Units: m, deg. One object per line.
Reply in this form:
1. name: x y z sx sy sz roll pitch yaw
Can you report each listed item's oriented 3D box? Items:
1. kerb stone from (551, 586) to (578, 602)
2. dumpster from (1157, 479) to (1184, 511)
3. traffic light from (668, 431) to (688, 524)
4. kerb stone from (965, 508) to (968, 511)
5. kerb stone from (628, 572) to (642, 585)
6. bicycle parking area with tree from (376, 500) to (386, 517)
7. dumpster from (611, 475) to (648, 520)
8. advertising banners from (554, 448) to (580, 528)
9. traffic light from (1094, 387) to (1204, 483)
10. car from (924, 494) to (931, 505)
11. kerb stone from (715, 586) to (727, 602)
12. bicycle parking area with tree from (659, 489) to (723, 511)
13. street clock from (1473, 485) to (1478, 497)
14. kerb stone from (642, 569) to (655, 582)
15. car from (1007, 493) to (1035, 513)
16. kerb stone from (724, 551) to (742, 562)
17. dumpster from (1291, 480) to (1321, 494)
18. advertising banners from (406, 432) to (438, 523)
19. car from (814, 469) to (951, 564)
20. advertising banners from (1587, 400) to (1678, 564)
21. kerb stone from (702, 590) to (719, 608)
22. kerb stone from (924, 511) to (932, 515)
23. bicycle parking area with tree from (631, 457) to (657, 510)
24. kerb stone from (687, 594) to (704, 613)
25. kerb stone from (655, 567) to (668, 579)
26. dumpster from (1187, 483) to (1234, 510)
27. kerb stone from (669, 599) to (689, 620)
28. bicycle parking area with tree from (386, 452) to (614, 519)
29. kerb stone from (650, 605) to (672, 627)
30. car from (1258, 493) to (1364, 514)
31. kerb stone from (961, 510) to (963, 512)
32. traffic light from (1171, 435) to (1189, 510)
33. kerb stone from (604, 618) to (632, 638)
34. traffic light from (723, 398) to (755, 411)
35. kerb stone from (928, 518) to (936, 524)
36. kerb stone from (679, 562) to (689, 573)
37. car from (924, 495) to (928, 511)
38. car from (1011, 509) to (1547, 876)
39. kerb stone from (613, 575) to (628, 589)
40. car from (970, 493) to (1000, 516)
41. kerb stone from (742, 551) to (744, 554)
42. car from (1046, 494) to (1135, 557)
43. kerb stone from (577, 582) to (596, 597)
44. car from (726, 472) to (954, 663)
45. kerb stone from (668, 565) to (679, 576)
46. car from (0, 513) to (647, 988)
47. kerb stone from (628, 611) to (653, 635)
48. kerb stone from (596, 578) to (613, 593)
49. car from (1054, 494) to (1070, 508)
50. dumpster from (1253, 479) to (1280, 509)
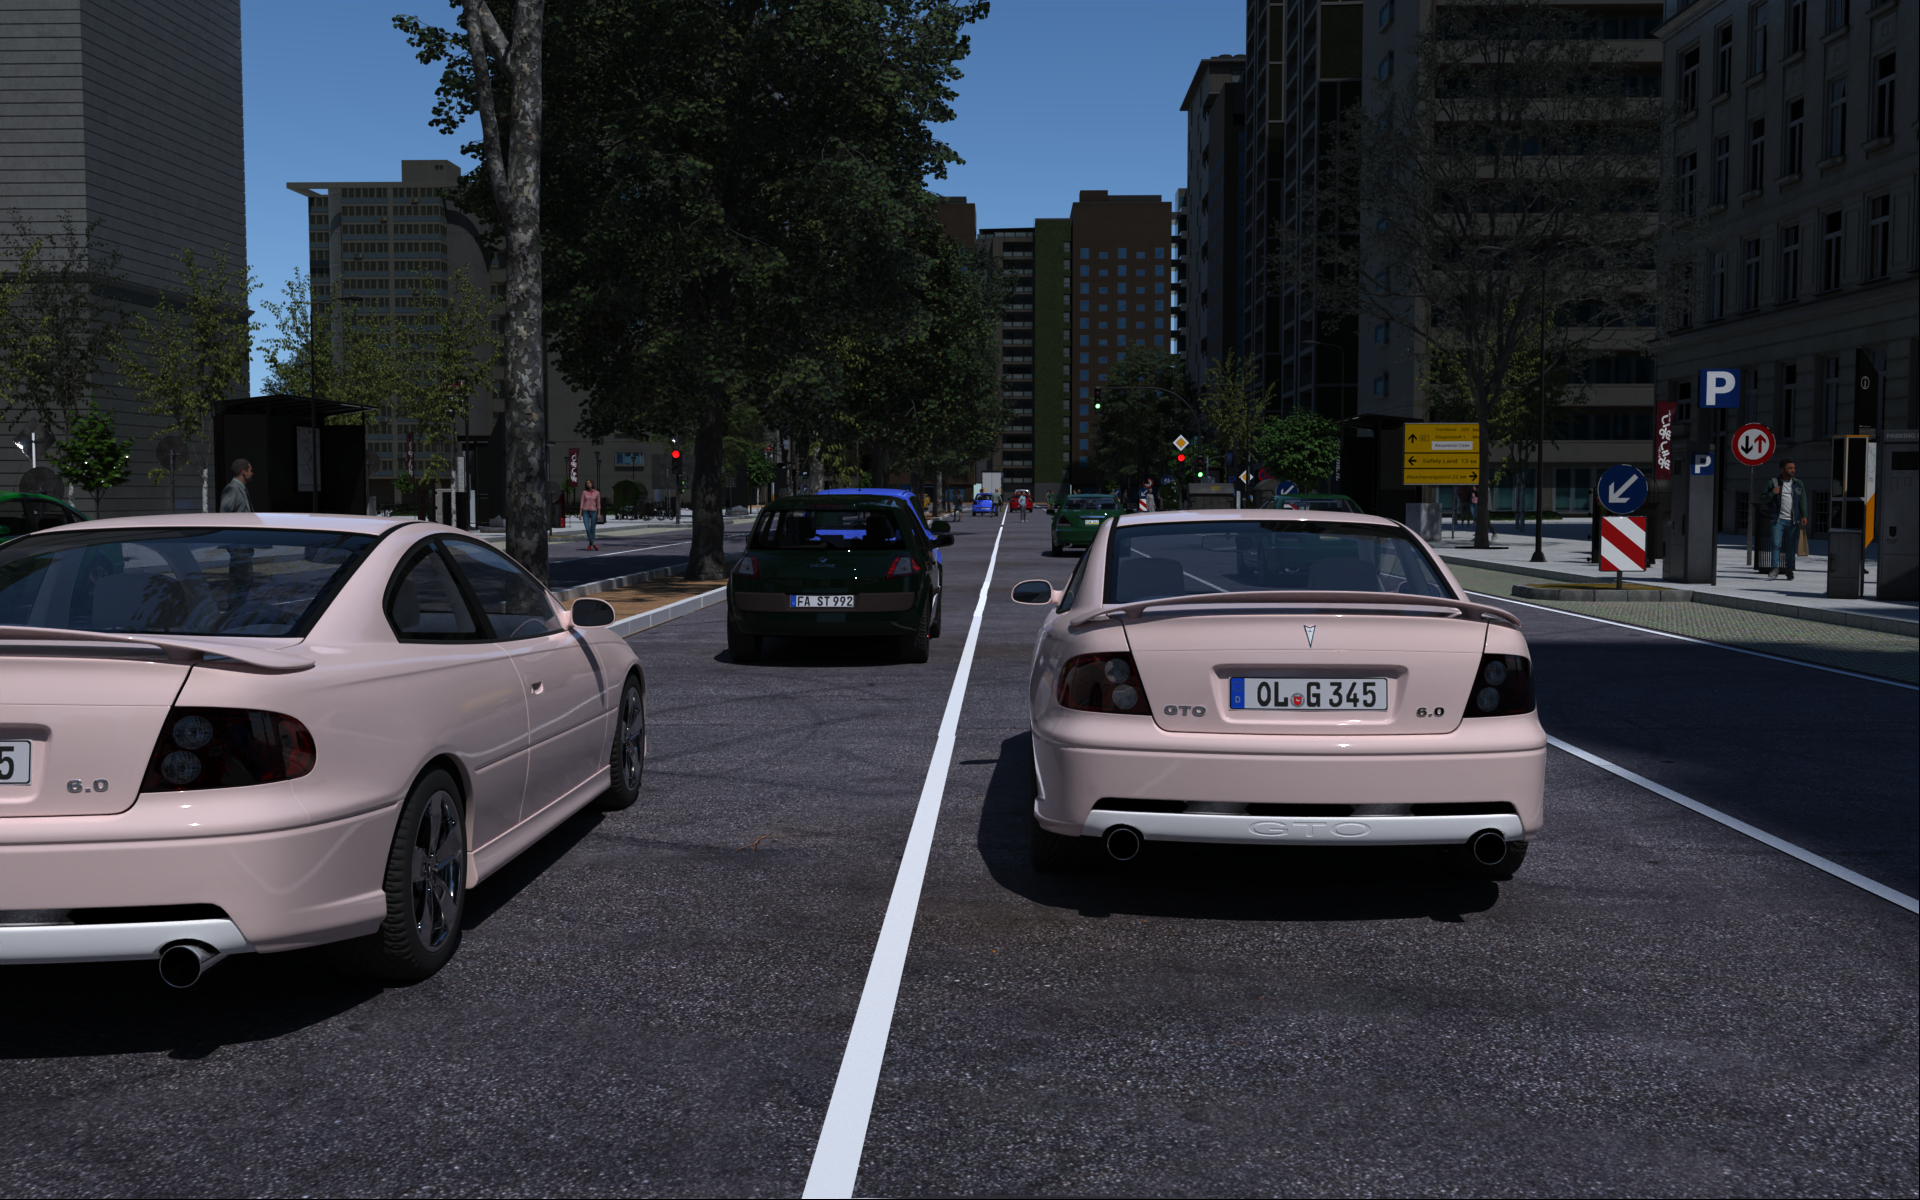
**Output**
1. kerb stone: -5.335 -0.049 23.220 0.120 0.150 1.000 0 4 2
2. dumpster: 13.336 -6.556 109.688 1.502 2.255 1.985 0 4 2
3. traffic light: -12.107 -5.221 74.290 0.839 4.253 0.868 0 4 2
4. kerb stone: 0.403 -7.678 147.762 0.120 0.150 1.000 0 4 2
5. kerb stone: -5.221 -0.312 27.320 0.120 0.150 1.000 0 4 2
6. bicycle parking area with tree: -40.454 -7.702 112.935 9.016 4.147 8.231 -1 4 -21
7. dumpster: -16.661 -5.182 87.222 1.502 2.255 1.985 0 4 2
8. advertising banners: -15.148 -4.234 65.408 0.090 3.025 2.074 3 4 37
9. traffic light: 8.052 -6.050 73.579 4.771 5.953 1.251 0 4 2
10. car: -4.851 -13.264 227.084 2.015 1.641 3.980 0 4 1
11. kerb stone: -3.238 -0.058 23.162 0.120 0.150 1.000 0 4 2
12. bicycle parking area with tree: -22.948 -9.003 134.203 8.231 4.147 9.016 -2 4 -28
13. street clock: 14.975 -2.773 49.909 0.471 2.002 0.358 1 4 14
14. kerb stone: -5.189 -0.374 28.344 0.120 0.150 1.000 0 4 2
15. car: 4.788 -7.749 135.743 2.155 1.783 4.494 0 4 2
16. kerb stone: -4.912 -0.936 37.559 0.120 0.150 1.000 0 4 2
17. dumpster: 13.860 -4.173 70.718 1.502 2.255 1.985 0 4 1
18. advertising banners: -15.091 -3.201 48.532 0.090 3.025 2.074 -3 4 -38
19. car: -1.088 -0.650 20.214 1.945 1.707 3.694 0 4 1
20. advertising banners: 12.535 -2.204 32.229 2.074 3.025 0.090 -1 4 -23
21. kerb stone: -3.262 0.004 22.141 0.120 0.150 1.000 0 4 2
22. kerb stone: -2.331 -6.367 126.288 0.120 0.150 1.000 0 4 2
23. bicycle parking area with tree: -25.973 -8.101 119.450 9.016 4.147 8.231 -1 4 -16
24. kerb stone: -3.301 0.066 21.117 0.120 0.150 1.000 0 4 2
25. kerb stone: -5.157 -0.439 29.371 0.120 0.150 1.000 0 4 2
26. dumpster: 9.863 -3.674 68.290 1.865 1.857 1.264 0 4 3
27. kerb stone: -3.323 0.129 20.088 0.120 0.150 1.000 0 4 2
28. bicycle parking area with tree: -24.084 -6.442 92.332 9.016 4.147 8.231 1 4 22
29. kerb stone: -3.354 0.193 19.059 0.120 0.150 1.000 0 4 2
30. car: 5.664 -1.017 28.431 2.131 1.459 4.920 0 4 2
31. kerb stone: -0.025 -6.802 133.415 0.120 0.150 1.000 0 4 2
32. traffic light: 10.379 -5.671 81.641 0.839 4.253 0.868 0 4 2
33. kerb stone: -3.417 0.317 17.007 0.120 0.150 1.000 0 4 2
34. traffic light: -9.780 -6.580 82.246 4.771 5.953 1.251 0 4 2
35. kerb stone: -1.397 -3.912 86.212 0.120 0.150 1.000 0 4 2
36. kerb stone: -5.095 -0.558 31.421 0.120 0.150 1.000 0 4 2
37. car: -3.738 -8.676 152.074 2.015 1.641 3.980 0 4 3
38. car: 1.260 0.272 7.920 2.083 1.381 4.827 0 4 3
39. kerb stone: -5.245 -0.251 26.299 0.120 0.150 1.000 0 4 2
40. car: 1.644 -6.300 112.603 1.945 1.707 3.694 0 4 1
41. kerb stone: -4.890 -1.002 38.581 0.120 0.150 1.000 0 4 2
42. car: 3.093 -1.789 41.047 2.131 1.459 4.920 0 4 4
43. kerb stone: -5.309 -0.122 24.246 0.120 0.150 1.000 0 4 2
44. car: -1.074 -0.388 16.132 2.009 1.686 4.222 0 4 1
45. kerb stone: -5.124 -0.501 30.394 0.120 0.150 1.000 0 4 2
46. car: -2.444 0.359 6.498 2.083 1.381 4.827 0 4 1
47. kerb stone: -3.388 0.255 18.028 0.120 0.150 1.000 0 4 2
48. kerb stone: -5.278 -0.188 25.269 0.120 0.150 1.000 0 4 2
49. car: 10.516 -10.240 176.220 1.959 1.807 4.718 0 4 1
50. dumpster: 11.964 -3.701 66.275 1.264 1.857 1.865 0 4 2
